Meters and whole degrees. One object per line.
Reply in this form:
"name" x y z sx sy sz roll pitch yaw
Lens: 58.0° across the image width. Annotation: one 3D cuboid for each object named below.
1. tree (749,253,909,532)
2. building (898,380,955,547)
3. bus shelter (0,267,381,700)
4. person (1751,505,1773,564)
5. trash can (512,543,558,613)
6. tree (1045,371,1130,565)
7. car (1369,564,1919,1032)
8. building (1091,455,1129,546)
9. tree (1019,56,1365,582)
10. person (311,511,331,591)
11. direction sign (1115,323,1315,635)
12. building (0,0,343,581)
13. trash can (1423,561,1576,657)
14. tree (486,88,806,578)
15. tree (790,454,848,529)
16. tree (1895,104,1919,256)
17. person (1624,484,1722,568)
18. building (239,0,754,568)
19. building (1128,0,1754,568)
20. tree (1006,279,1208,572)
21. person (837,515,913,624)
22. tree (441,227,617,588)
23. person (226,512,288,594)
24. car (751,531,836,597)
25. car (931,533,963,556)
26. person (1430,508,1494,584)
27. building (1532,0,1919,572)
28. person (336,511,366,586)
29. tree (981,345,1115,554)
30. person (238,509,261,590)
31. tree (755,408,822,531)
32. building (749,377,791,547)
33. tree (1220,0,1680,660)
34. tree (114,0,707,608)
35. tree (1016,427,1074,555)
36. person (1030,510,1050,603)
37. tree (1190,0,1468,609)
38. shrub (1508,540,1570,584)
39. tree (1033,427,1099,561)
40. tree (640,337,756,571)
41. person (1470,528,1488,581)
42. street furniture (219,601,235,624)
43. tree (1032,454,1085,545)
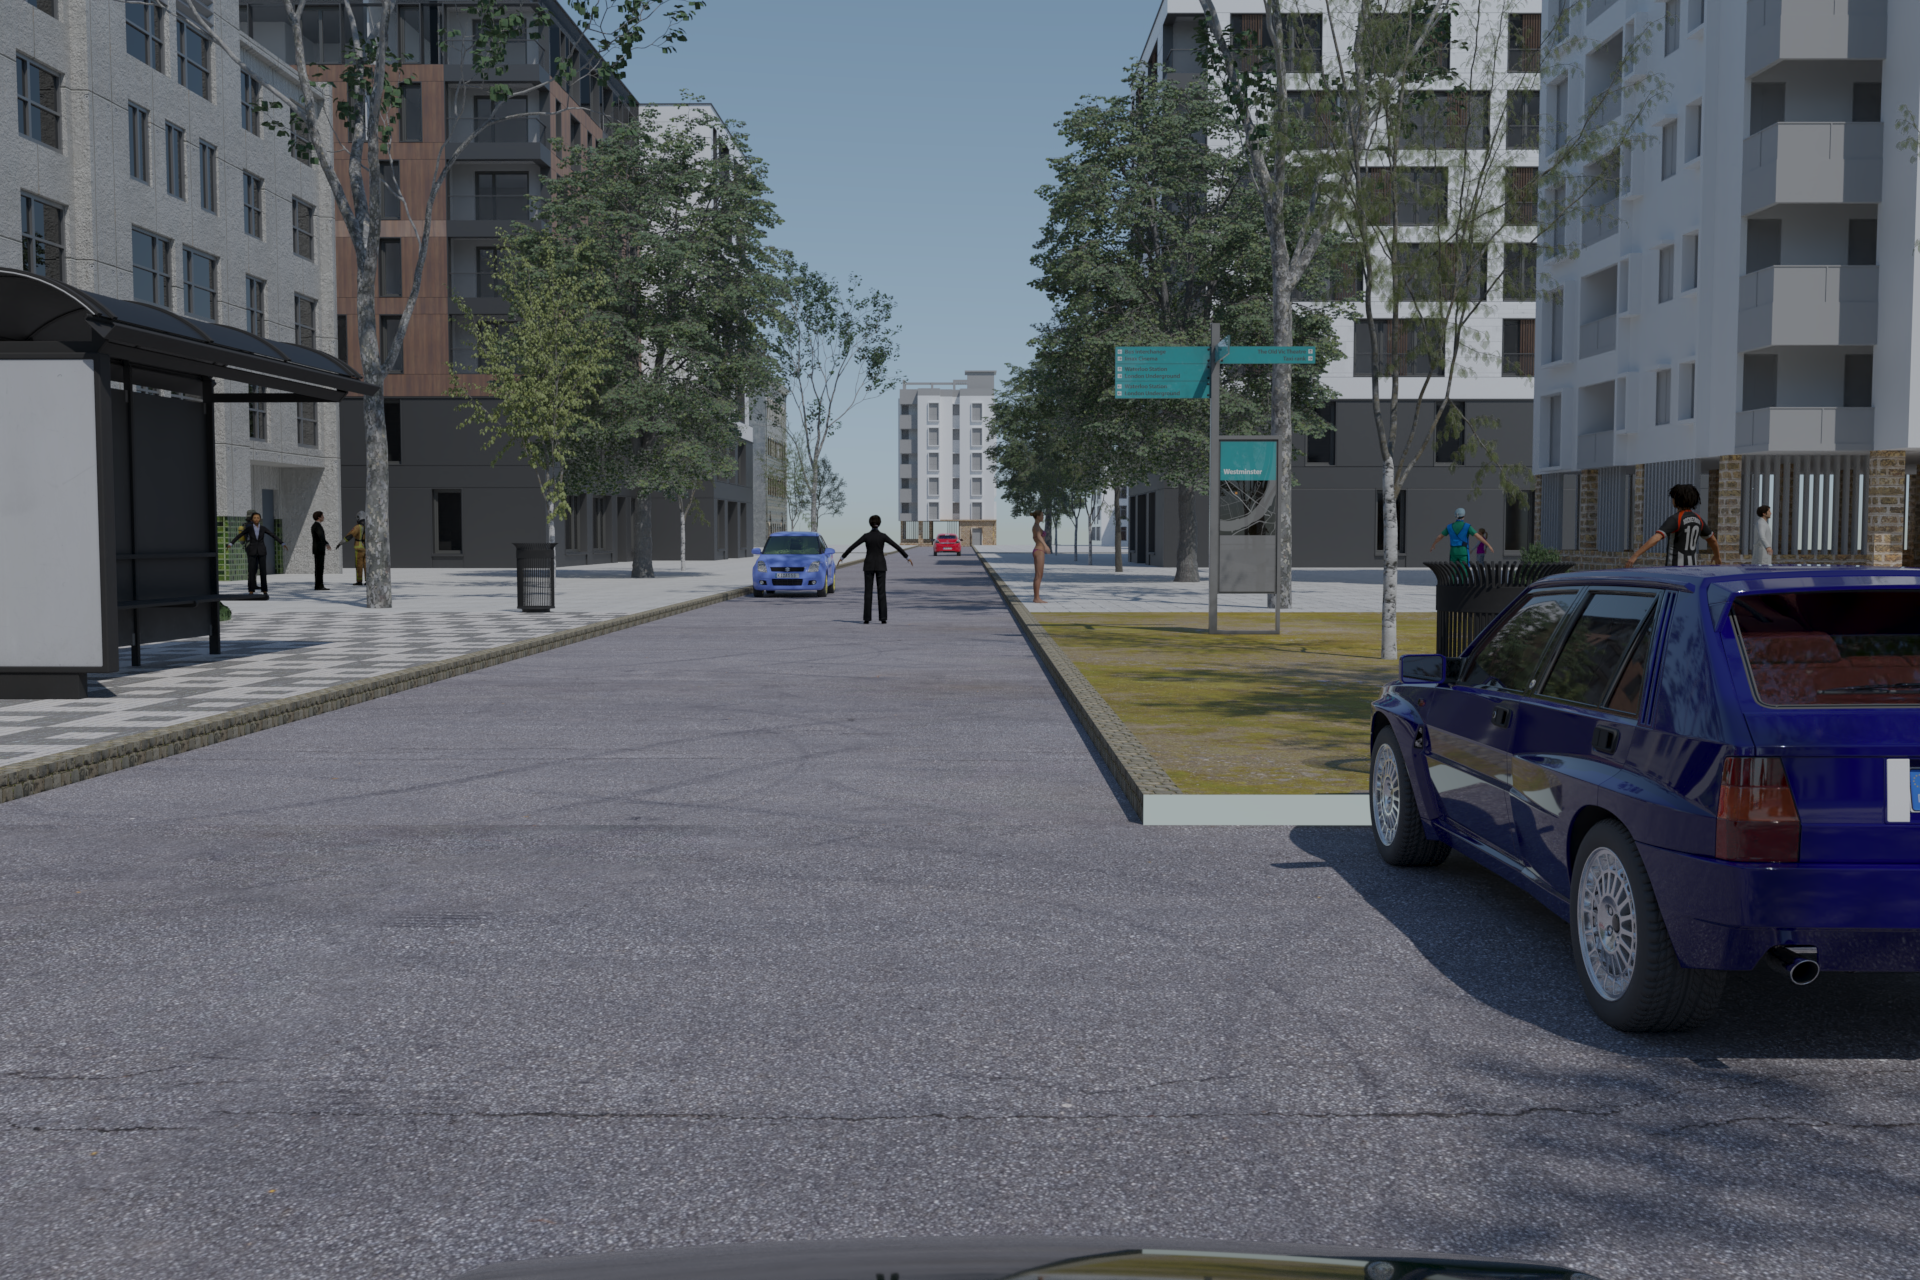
"tree" -9.524 -15.836 114.804 12.611 20.169 13.585 0 3 0
"building" -6.886 -21.121 204.199 11.380 20.090 16.016 0 4 -3
"bus shelter" -7.290 -1.344 15.901 2.014 3.302 5.546 0 4 1
"person" 14.739 -1.563 31.734 0.705 1.806 1.347 2 4 23
"trash can" -6.967 -1.026 28.433 0.748 1.137 0.748 0 3 0
"tree" 5.371 -7.377 70.983 4.360 8.622 3.978 0 3 0
"car" 2.707 0.382 6.334 1.945 1.354 3.894 0 4 -1
"building" 19.359 -14.724 182.881 9.099 9.664 28.070 0 4 0
"tree" 6.017 -8.518 45.930 9.857 13.997 8.962 0 3 0
"person" -14.564 -2.034 39.441 0.705 1.806 1.347 -2 4 -31
"direction sign" 3.223 -2.001 21.486 2.525 3.948 1.411 0 4 1
"building" -28.090 -10.582 39.467 16.747 18.905 31.486 0 4 -1
"trash can" 2.749 0.170 8.875 0.748 1.137 0.748 0 3 0
"tree" -9.425 -8.807 50.651 9.857 13.997 8.962 0 3 0
"tree" -16.365 -16.265 200.340 7.601 10.594 8.767 0 4 5
"tree" 12.661 -4.230 19.519 4.360 8.622 3.978 0 3 0
"person" 7.820 -0.777 18.840 1.345 1.843 0.704 -2 4 -23
"building" -25.736 -14.469 80.541 27.936 21.610 32.646 0 4 1
"building" 21.676 -14.536 81.644 27.936 21.610 32.646 0 3 0
"tree" 5.038 -7.559 57.998 7.601 10.594 8.767 -1 4 -22
"person" -1.356 -1.130 27.646 1.216 1.740 0.721 0 4 -3
"tree" -9.907 -5.542 40.978 4.737 8.622 4.395 0 3 0
"person" -14.764 -1.815 36.393 1.216 1.740 0.721 -2 4 -25
"car" -3.856 -1.890 40.491 1.945 1.707 3.694 0 3 0
"car" -0.854 -6.397 113.623 2.155 1.783 4.494 0 4 -1
"person" 10.332 -1.814 35.781 1.347 1.817 0.704 3 4 37
"building" 21.075 -11.606 46.172 16.016 20.090 11.380 0 4 0
"person" -14.883 -2.283 43.089 0.705 1.858 1.354 3 4 36
"tree" 5.677 -12.593 112.557 9.857 13.997 8.962 0 3 0
"person" -16.373 -2.102 40.152 0.705 1.856 1.354 -2 4 -30
"tree" -9.678 -9.205 100.868 4.360 8.622 3.978 0 3 0
"building" -27.662 -20.987 174.067 19.493 23.208 18.063 0 4 0
"tree" 4.301 -4.119 17.713 4.360 8.622 3.978 0 3 0
"tree" -10.260 -10.527 28.013 12.611 20.169 13.585 0 3 0
"tree" 5.989 -9.372 103.592 4.360 8.622 3.978 0 3 0
"person" 1.541 -1.559 32.286 0.721 1.733 1.217 0 4 -5
"tree" 6.686 -10.550 28.386 12.611 20.169 13.585 0 3 0
"shrub" 7.965 -0.778 23.842 1.383 1.207 1.383 0 3 0
"tree" 5.436 -8.001 81.175 4.360 8.622 3.978 0 3 0
"tree" -9.865 -6.708 60.033 4.360 8.622 3.978 0 3 0
"person" 13.301 -2.150 44.426 0.599 1.433 0.991 3 4 39
"street furniture" -13.900 -0.460 23.145 5.734 0.657 10.072 1 4 18
"tree" 11.278 -17.107 205.454 9.928 11.665 9.643 0 3 0
